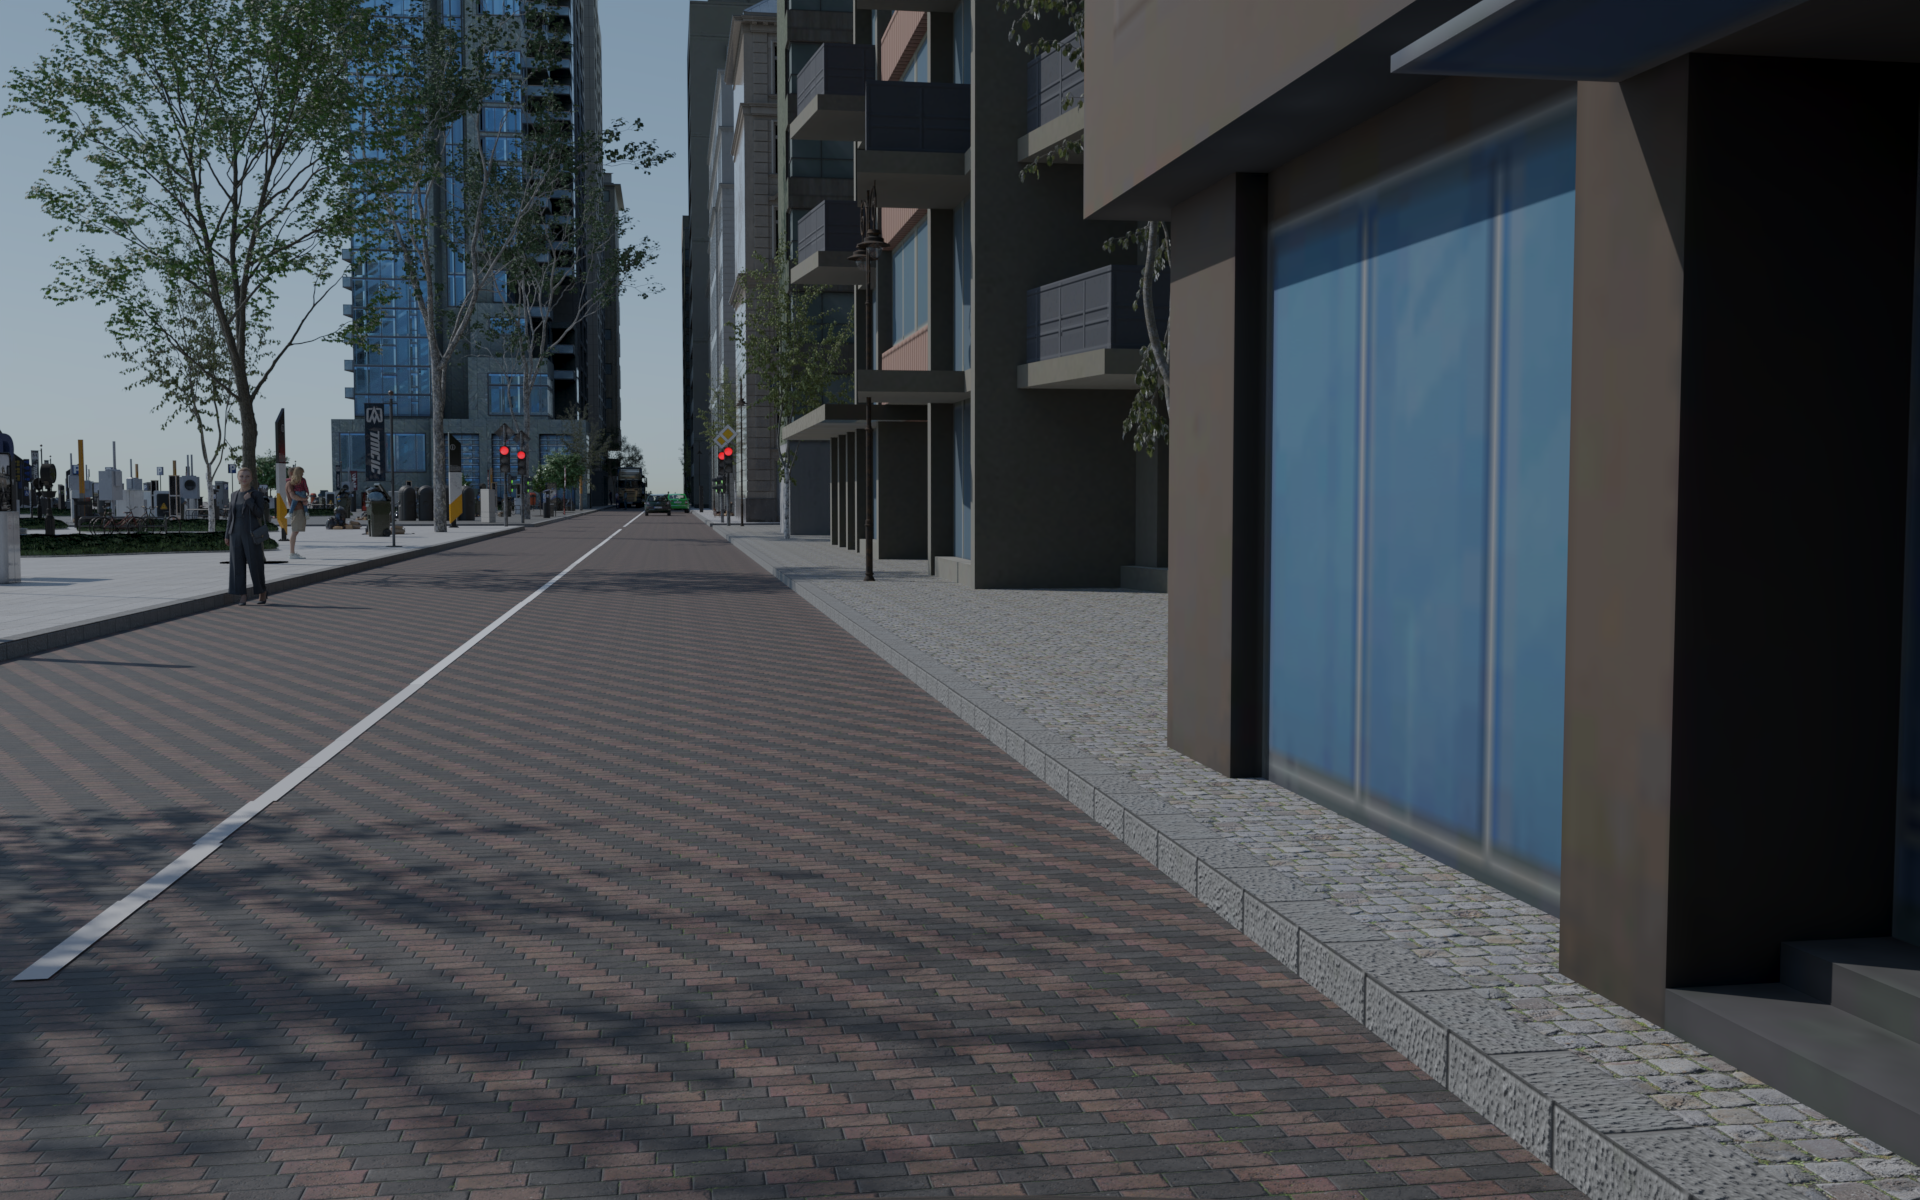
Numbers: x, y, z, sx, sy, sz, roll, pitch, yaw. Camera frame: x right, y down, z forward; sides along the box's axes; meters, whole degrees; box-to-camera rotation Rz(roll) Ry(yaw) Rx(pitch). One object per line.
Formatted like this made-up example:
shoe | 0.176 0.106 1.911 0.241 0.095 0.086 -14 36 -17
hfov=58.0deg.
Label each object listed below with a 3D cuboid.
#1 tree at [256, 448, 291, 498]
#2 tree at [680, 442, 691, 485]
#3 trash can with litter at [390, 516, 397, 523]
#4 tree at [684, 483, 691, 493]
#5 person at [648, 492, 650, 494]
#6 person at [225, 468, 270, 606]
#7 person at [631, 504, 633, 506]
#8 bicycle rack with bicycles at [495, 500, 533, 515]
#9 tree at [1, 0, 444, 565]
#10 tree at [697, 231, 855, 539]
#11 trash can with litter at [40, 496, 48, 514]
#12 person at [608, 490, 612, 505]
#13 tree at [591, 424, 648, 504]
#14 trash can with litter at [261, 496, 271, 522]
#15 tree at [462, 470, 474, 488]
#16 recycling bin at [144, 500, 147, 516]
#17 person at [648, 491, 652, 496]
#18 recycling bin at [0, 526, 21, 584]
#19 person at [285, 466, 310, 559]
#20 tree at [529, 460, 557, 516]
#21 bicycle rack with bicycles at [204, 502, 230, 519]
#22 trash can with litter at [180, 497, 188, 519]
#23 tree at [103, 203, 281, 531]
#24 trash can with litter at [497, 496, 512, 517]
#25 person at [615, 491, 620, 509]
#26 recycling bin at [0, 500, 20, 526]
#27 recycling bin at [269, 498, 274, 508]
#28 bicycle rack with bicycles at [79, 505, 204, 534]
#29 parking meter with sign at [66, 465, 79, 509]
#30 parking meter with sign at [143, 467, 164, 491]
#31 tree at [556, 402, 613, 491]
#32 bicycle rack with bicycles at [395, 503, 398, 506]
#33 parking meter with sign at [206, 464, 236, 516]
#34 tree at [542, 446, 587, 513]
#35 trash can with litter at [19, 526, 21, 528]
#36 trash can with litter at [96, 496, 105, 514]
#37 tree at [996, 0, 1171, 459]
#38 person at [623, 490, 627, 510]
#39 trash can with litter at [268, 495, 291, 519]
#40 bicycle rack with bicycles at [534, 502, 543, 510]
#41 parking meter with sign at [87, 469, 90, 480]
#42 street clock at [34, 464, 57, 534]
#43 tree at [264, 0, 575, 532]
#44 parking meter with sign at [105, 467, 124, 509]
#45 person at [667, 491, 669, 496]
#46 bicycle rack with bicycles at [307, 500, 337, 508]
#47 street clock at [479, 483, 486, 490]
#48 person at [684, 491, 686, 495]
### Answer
tree | -49.488 -8.604 124.391 4.285 4.588 4.351 0 3 0
tree | -12.612 -8.971 97.039 4.737 8.622 4.395 0 3 0
trash can with litter | -25.664 -4.019 77.104 0.624 1.170 1.055 2 4 32
tree | -37.678 -15.176 242.722 1.663 3.219 1.824 0 3 0
person | -52.700 -17.443 293.561 0.709 1.838 0.599 0 4 -6
person | -9.227 -0.824 22.387 0.576 1.772 0.534 -1 4 -10
person | -40.924 -12.741 216.683 0.599 1.838 0.709 0 4 3
bicycle rack with bicycles | -27.955 -5.588 104.754 2.852 0.926 2.925 1 4 9
tree | -13.169 -6.476 31.631 9.928 11.665 9.643 0 3 0
tree | -4.752 -6.068 49.571 4.737 8.622 4.395 0 3 0
trash can with litter | -43.003 -4.253 80.586 1.678 1.210 2.233 2 4 33
person | -41.308 -12.110 204.487 0.683 1.767 0.568 3 5 40
tree | -44.966 -17.813 225.655 8.767 10.594 7.601 0 4 -1
trash can with litter | -32.138 -4.193 79.940 0.624 1.170 1.055 -1 4 -12
tree | -39.639 -8.782 138.181 1.663 3.219 1.824 0 3 0
recycling bin | -38.152 -4.140 80.248 0.722 1.027 0.722 0 4 -2
person | -36.966 -12.141 207.000 1.348 1.824 0.705 -2 4 -31
recycling bin | -13.982 -0.753 24.870 0.722 1.027 0.722 -1 4 -14
person | -13.123 -1.728 34.274 0.580 1.828 0.573 2 4 28
tree | -24.216 -6.429 99.722 1.663 3.219 1.824 0 3 0
bicycle rack with bicycles | -33.141 -3.900 77.147 2.925 0.926 2.852 1 4 21
trash can with litter | -33.254 -3.811 73.690 0.624 1.170 1.055 -1 4 -15
tree | -19.085 -5.707 43.678 4.360 8.622 3.978 0 3 0
trash can with litter | -25.577 -5.244 97.119 1.055 1.170 0.624 3 5 41
person | -33.007 -9.641 167.067 0.436 1.711 0.756 -2 4 -25
recycling bin | -41.503 -3.852 75.538 0.722 1.027 0.722 -3 5 -45
recycling bin | -47.966 -6.639 121.099 0.722 1.027 0.722 -2 4 -27
bicycle rack with bicycles | -24.425 -2.299 50.976 2.852 0.926 2.925 3 5 43
parking meter with sign | -52.189 -6.468 102.014 0.543 3.016 1.738 -1 4 -13
parking meter with sign | -51.368 -6.942 109.762 0.543 3.016 1.738 2 4 27
tree | -30.047 -11.470 137.903 4.360 8.622 3.978 0 3 0
bicycle rack with bicycles | -38.733 -6.784 124.308 2.925 0.926 2.852 1 4 19
parking meter with sign | -42.828 -6.376 100.503 1.738 3.016 0.543 2 4 24
tree | -27.041 -8.215 118.028 4.285 4.588 4.351 0 3 0
trash can with litter | -33.213 -2.982 60.139 0.624 1.170 1.055 1 4 21
trash can with litter | -64.081 -7.298 130.384 2.233 1.210 1.678 2 4 34
tree | 1.855 -3.820 12.823 4.360 8.622 3.978 0 3 0
person | -30.333 -9.065 156.792 0.705 1.814 1.350 -1 4 -16
trash can with litter | -35.723 -4.913 91.390 1.678 1.210 2.233 0 4 6
bicycle rack with bicycles | -34.979 -7.674 138.847 2.925 0.926 2.852 1 4 12
parking meter with sign | -60.226 -7.665 121.589 1.738 3.016 0.543 -2 4 -34
street clock | -21.617 -2.235 41.109 0.358 2.002 0.471 -1 4 -9
tree | -16.091 -12.307 57.106 12.611 20.169 13.585 0 3 0
parking meter with sign | -54.537 -7.095 112.264 0.543 3.016 1.738 1 4 13
person | -33.296 -11.562 198.253 0.721 1.736 1.217 2 4 33
bicycle rack with bicycles | -41.520 -6.083 112.844 2.925 0.926 2.852 1 4 23
street clock | -32.433 -6.921 117.728 0.358 2.002 0.471 1 4 23
person | -39.609 -14.820 249.159 0.445 1.727 0.742 -2 4 -25
